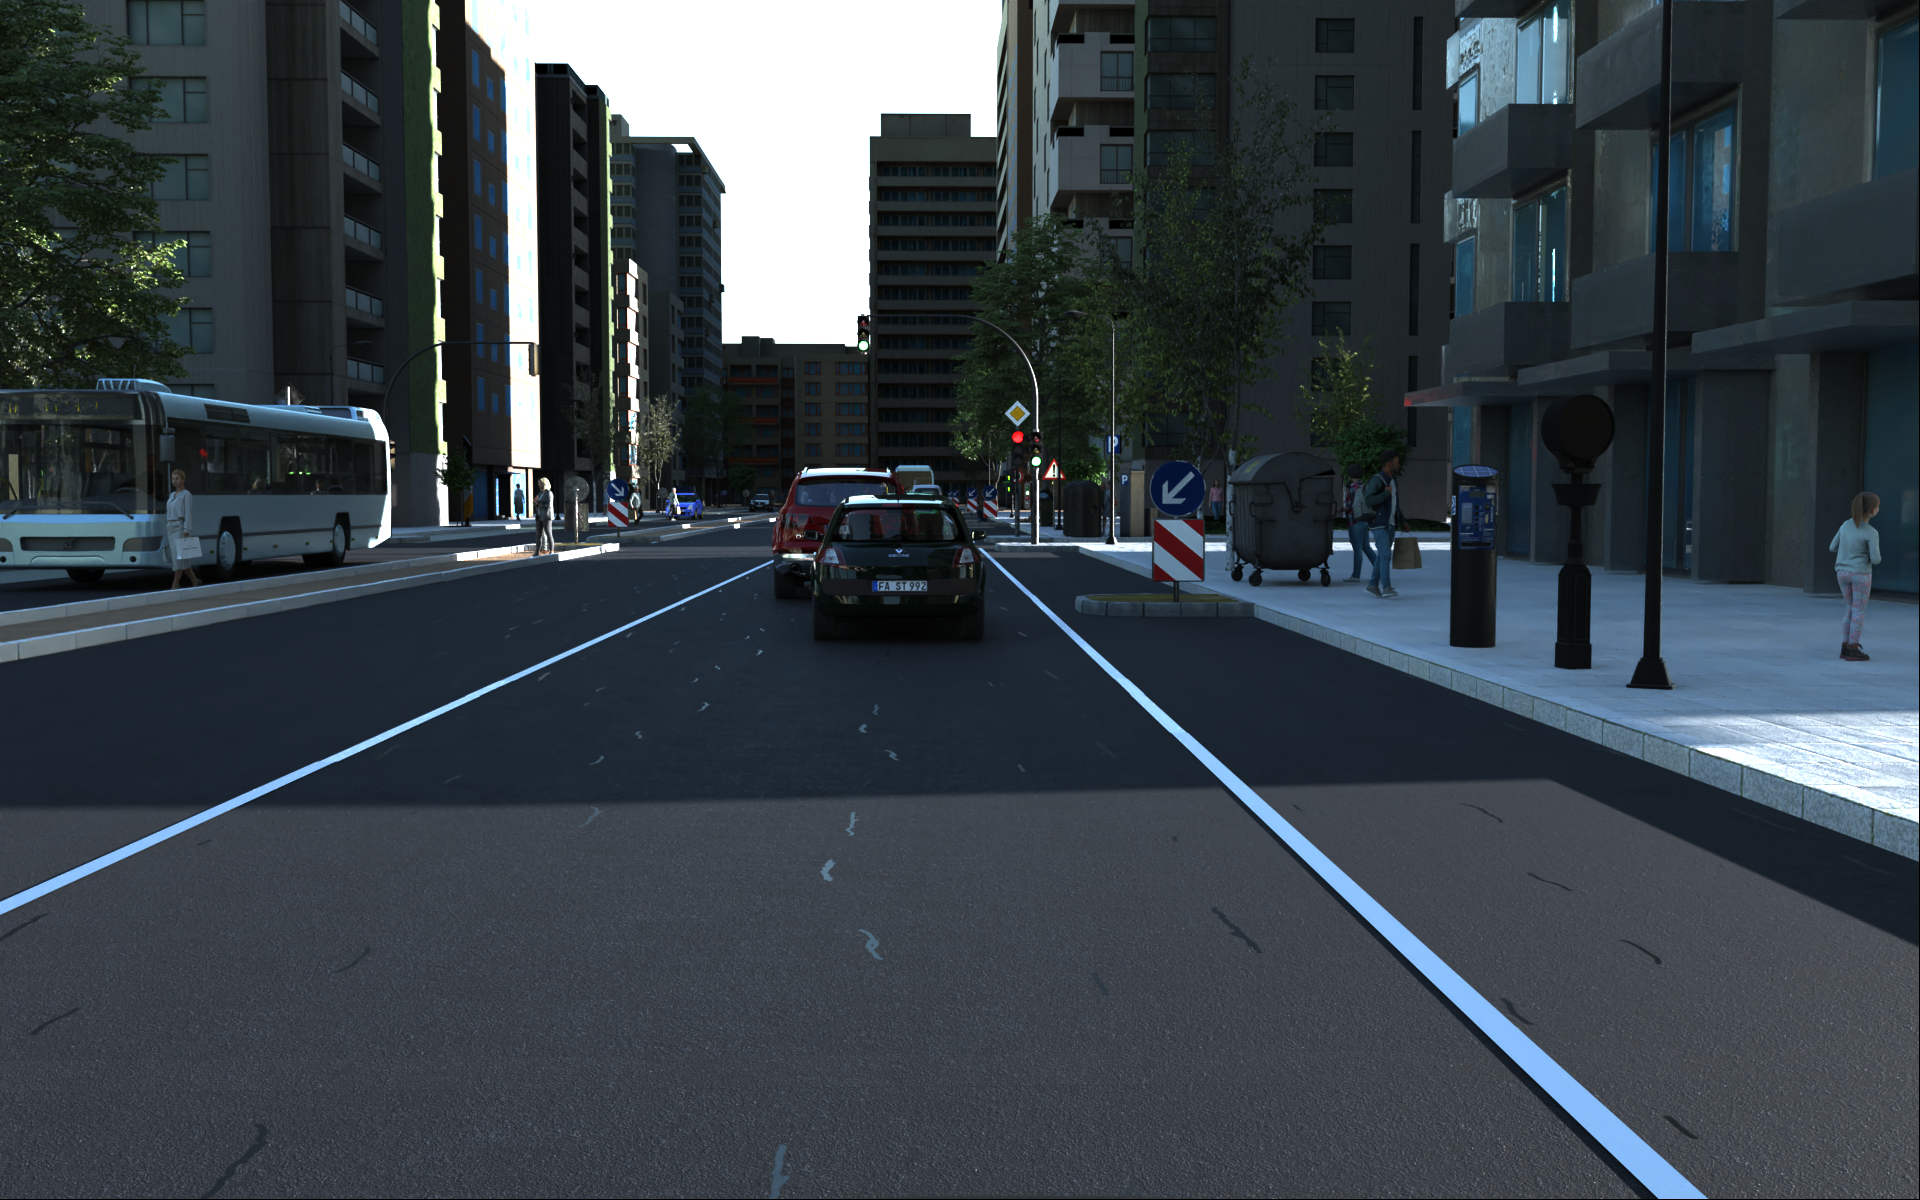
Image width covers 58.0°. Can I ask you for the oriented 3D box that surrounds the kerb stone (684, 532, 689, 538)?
[{"bbox_3d":[-9.139,-2.129,57.044,0.120,0.150,1.000,0,4,-1],"label":"kerb stone"}]

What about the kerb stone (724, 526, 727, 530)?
[{"bbox_3d":[-9.405,-2.822,68.328,0.120,0.150,1.000,0,4,-1],"label":"kerb stone"}]

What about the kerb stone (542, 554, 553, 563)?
[{"bbox_3d":[-8.683,-0.843,35.980,0.120,0.150,1.000,0,4,-1],"label":"kerb stone"}]

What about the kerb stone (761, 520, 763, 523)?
[{"bbox_3d":[-9.738,-3.757,83.690,0.120,0.150,1.000,0,4,-1],"label":"kerb stone"}]

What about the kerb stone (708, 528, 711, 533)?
[{"bbox_3d":[-9.291,-2.509,63.213,0.120,0.150,1.000,0,4,-1],"label":"kerb stone"}]

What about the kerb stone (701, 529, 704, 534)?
[{"bbox_3d":[-9.243,-2.383,61.153,0.120,0.150,1.000,0,4,-1],"label":"kerb stone"}]

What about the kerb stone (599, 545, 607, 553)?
[{"bbox_3d":[-8.809,-1.219,42.121,0.120,0.150,1.000,0,4,-1],"label":"kerb stone"}]

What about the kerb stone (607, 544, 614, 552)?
[{"bbox_3d":[-8.833,-1.282,43.155,0.120,0.150,1.000,0,4,-1],"label":"kerb stone"}]

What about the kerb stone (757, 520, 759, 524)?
[{"bbox_3d":[-9.691,-3.635,81.634,0.120,0.150,1.000,0,4,-1],"label":"kerb stone"}]

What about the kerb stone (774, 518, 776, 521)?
[{"bbox_3d":[-9.894,-4.191,90.854,0.120,0.150,1.000,0,4,-1],"label":"kerb stone"}]

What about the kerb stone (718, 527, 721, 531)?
[{"bbox_3d":[-9.344,-2.697,66.284,0.120,0.150,1.000,0,4,-1],"label":"kerb stone"}]

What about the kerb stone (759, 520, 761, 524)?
[{"bbox_3d":[-9.722,-3.699,82.667,0.120,0.150,1.000,0,4,-1],"label":"kerb stone"}]

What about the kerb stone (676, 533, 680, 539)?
[{"bbox_3d":[-9.103,-2.006,54.995,0.120,0.150,1.000,0,4,-1],"label":"kerb stone"}]

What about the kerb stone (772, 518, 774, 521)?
[{"bbox_3d":[-9.872,-4.137,89.832,0.120,0.150,1.000,0,4,-1],"label":"kerb stone"}]

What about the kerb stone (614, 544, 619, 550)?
[{"bbox_3d":[-8.852,-1.344,44.176,0.120,0.150,1.000,0,4,-1],"label":"kerb stone"}]

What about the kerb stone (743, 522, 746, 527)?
[{"bbox_3d":[-9.561,-3.257,75.489,0.120,0.150,1.000,0,4,-1],"label":"kerb stone"}]

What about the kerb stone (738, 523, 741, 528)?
[{"bbox_3d":[-9.509,-3.131,73.441,0.120,0.150,1.000,0,4,-1],"label":"kerb stone"}]

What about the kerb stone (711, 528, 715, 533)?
[{"bbox_3d":[-9.306,-2.571,64.235,0.120,0.150,1.000,0,4,-1],"label":"kerb stone"}]

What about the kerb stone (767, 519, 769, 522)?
[{"bbox_3d":[-9.800,-3.946,86.763,0.120,0.150,1.000,0,4,-1],"label":"kerb stone"}]

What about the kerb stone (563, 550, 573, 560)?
[{"bbox_3d":[-8.722,-0.967,38.027,0.120,0.150,1.000,0,4,-1],"label":"kerb stone"}]

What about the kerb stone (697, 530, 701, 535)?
[{"bbox_3d":[-9.217,-2.320,60.127,0.120,0.150,1.000,0,4,-1],"label":"kerb stone"}]

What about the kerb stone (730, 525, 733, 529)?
[{"bbox_3d":[-9.447,-2.947,70.375,0.120,0.150,1.000,0,4,-1],"label":"kerb stone"}]

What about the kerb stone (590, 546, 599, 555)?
[{"bbox_3d":[-8.789,-1.154,41.099,0.120,0.150,1.000,0,4,-1],"label":"kerb stone"}]

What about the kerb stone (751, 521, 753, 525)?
[{"bbox_3d":[-9.632,-3.447,78.555,0.120,0.150,1.000,0,4,-1],"label":"kerb stone"}]

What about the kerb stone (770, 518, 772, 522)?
[{"bbox_3d":[-9.849,-4.074,88.808,0.120,0.150,1.000,0,4,-1],"label":"kerb stone"}]

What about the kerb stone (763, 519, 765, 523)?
[{"bbox_3d":[-9.766,-3.821,84.712,0.120,0.150,1.000,0,4,-1],"label":"kerb stone"}]

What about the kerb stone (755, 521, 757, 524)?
[{"bbox_3d":[-9.676,-3.573,80.610,0.120,0.150,1.000,0,4,-1],"label":"kerb stone"}]

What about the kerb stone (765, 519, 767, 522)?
[{"bbox_3d":[-9.786,-3.879,85.742,0.120,0.150,1.000,0,4,-1],"label":"kerb stone"}]

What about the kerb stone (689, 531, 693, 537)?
[{"bbox_3d":[-9.173,-2.195,58.077,0.120,0.150,1.000,0,4,-1],"label":"kerb stone"}]

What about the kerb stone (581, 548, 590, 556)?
[{"bbox_3d":[-8.769,-1.094,40.077,0.120,0.150,1.000,0,4,-1],"label":"kerb stone"}]

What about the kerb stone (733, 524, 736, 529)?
[{"bbox_3d":[-9.470,-3.006,71.397,0.120,0.150,1.000,0,4,-1],"label":"kerb stone"}]

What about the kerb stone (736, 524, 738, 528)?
[{"bbox_3d":[-9.493,-3.070,72.419,0.120,0.150,1.000,0,4,-1],"label":"kerb stone"}]

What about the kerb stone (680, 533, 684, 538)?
[{"bbox_3d":[-9.125,-2.068,56.022,0.120,0.150,1.000,0,4,-1],"label":"kerb stone"}]

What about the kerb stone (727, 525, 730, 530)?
[{"bbox_3d":[-9.424,-2.882,69.350,0.120,0.150,1.000,0,4,-1],"label":"kerb stone"}]

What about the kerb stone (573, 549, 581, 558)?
[{"bbox_3d":[-8.751,-1.031,39.050,0.120,0.150,1.000,0,4,-1],"label":"kerb stone"}]

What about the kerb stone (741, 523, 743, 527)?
[{"bbox_3d":[-9.538,-3.195,74.464,0.120,0.150,1.000,0,4,-1],"label":"kerb stone"}]

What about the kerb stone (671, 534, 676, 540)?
[{"bbox_3d":[-9.075,-1.941,53.974,0.120,0.150,1.000,0,4,-1],"label":"kerb stone"}]

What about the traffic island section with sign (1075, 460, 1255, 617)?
[{"bbox_3d":[2.440,-0.767,21.162,1.989,1.847,2.006,0,4,-1],"label":"traffic island section with sign"}]

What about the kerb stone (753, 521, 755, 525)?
[{"bbox_3d":[-9.651,-3.510,79.577,0.120,0.150,1.000,0,4,-1],"label":"kerb stone"}]

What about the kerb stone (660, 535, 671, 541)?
[{"bbox_3d":[-9.057,-1.881,52.951,0.120,0.150,1.000,0,4,-1],"label":"kerb stone"}]

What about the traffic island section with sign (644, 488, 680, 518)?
[{"bbox_3d":[-17.941,-5.859,104.429,1.989,1.847,2.006,0,4,-1],"label":"traffic island section with sign"}]

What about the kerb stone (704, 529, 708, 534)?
[{"bbox_3d":[-9.258,-2.440,62.179,0.120,0.150,1.000,0,4,-1],"label":"kerb stone"}]

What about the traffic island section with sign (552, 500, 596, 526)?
[{"bbox_3d":[-17.336,-4.199,77.286,1.989,1.847,2.006,0,4,-1],"label":"traffic island section with sign"}]

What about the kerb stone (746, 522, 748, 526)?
[{"bbox_3d":[-9.584,-3.320,76.511,0.120,0.150,1.000,0,4,-1],"label":"kerb stone"}]

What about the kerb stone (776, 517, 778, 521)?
[{"bbox_3d":[-9.916,-4.259,91.879,0.120,0.150,1.000,0,4,-1],"label":"kerb stone"}]

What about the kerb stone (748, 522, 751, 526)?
[{"bbox_3d":[-9.598,-3.385,77.533,0.120,0.150,1.000,0,4,-1],"label":"kerb stone"}]

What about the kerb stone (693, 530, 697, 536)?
[{"bbox_3d":[-9.197,-2.257,59.103,0.120,0.150,1.000,0,4,-1],"label":"kerb stone"}]

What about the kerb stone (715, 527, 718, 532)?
[{"bbox_3d":[-9.323,-2.634,65.257,0.120,0.150,1.000,0,4,-1],"label":"kerb stone"}]

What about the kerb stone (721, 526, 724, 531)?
[{"bbox_3d":[-9.375,-2.759,67.306,0.120,0.150,1.000,0,4,-1],"label":"kerb stone"}]

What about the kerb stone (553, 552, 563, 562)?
[{"bbox_3d":[-8.693,-0.906,37.006,0.120,0.150,1.000,0,4,-1],"label":"kerb stone"}]
